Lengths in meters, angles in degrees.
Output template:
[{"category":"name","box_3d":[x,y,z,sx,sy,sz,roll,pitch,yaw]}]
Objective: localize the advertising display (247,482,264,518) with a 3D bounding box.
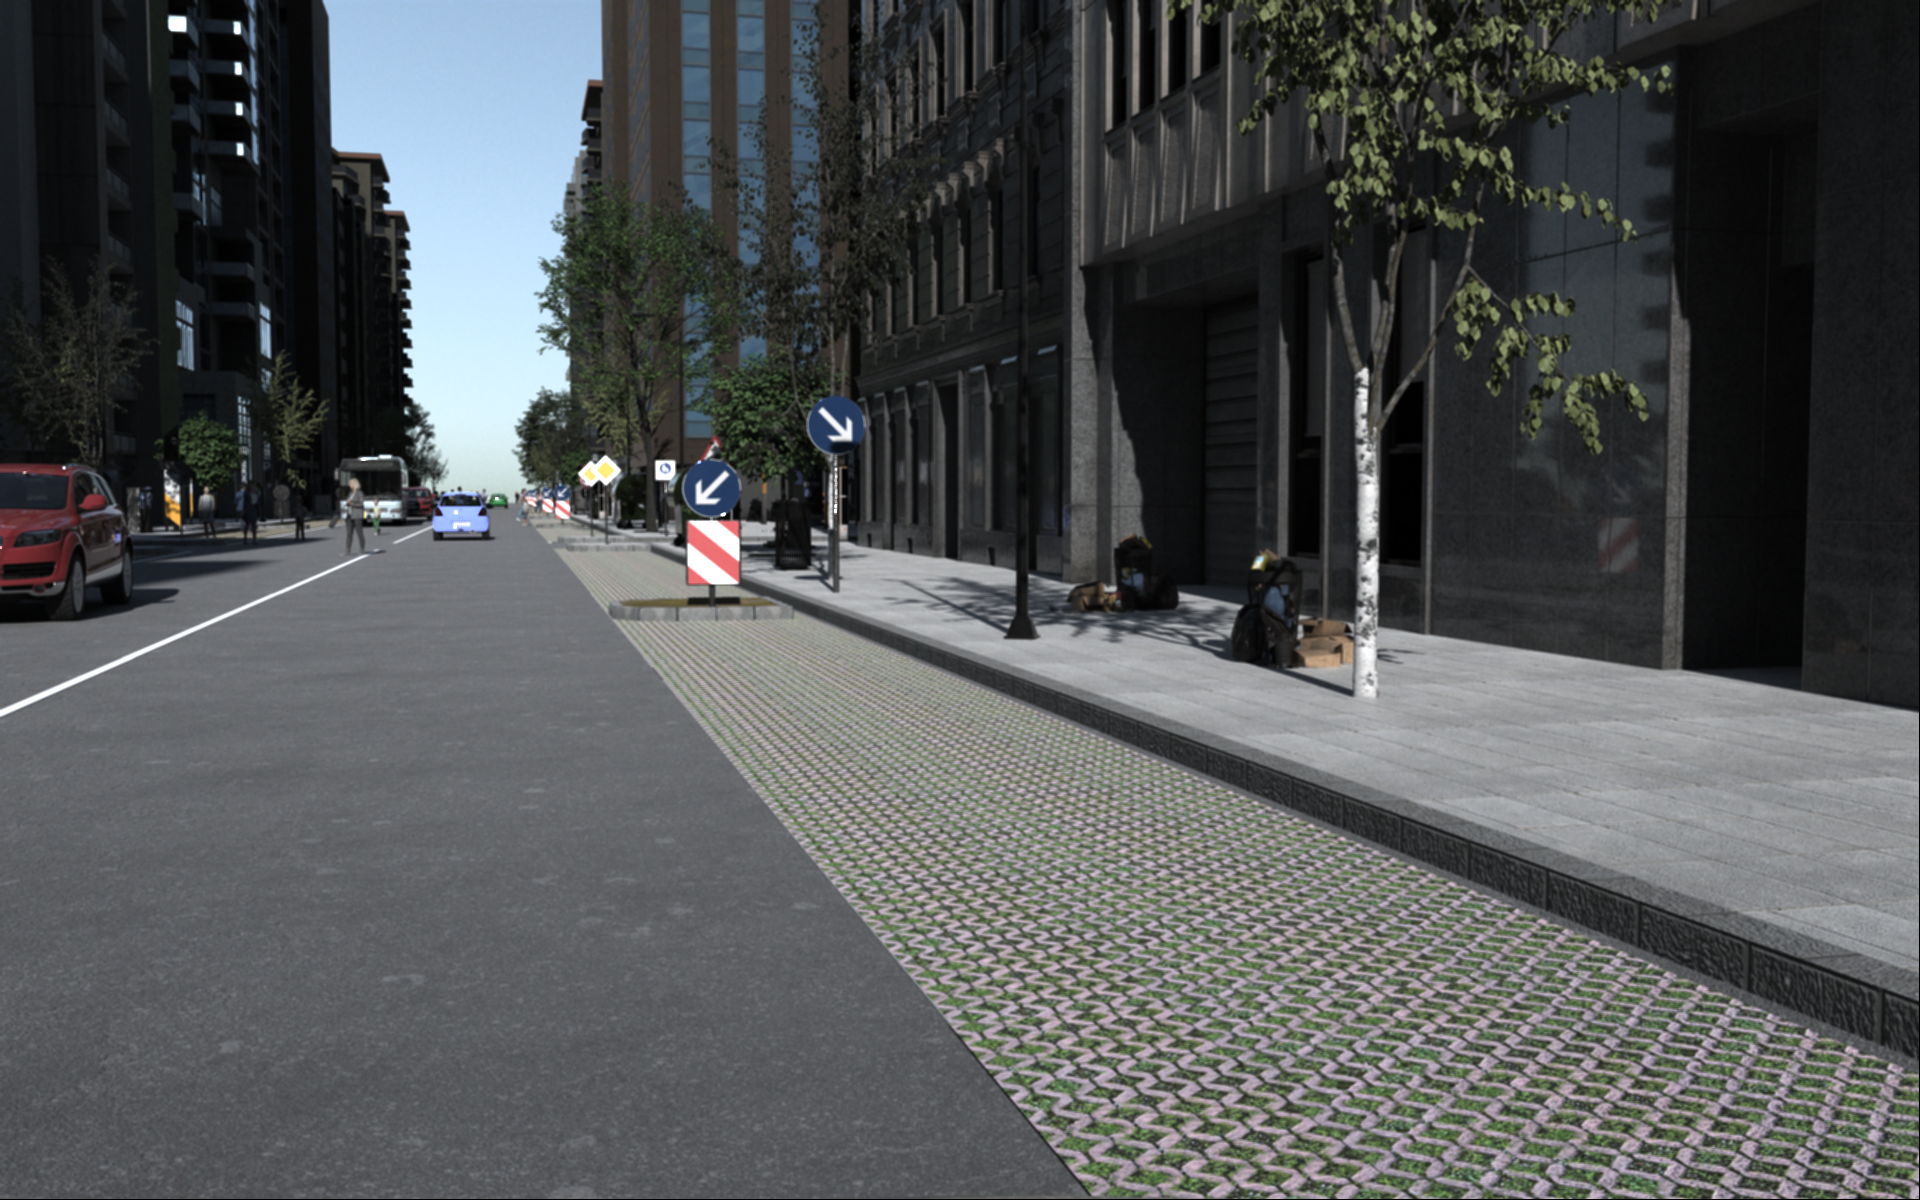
[{"category":"advertising display","box_3d":[-37.536,-5.325,92.285,0.123,1.923,0.974,2,4,26]}]

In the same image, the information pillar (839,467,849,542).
[{"category":"information pillar","box_3d":[-3.199,-2.584,46.734,0.304,2.012,0.304,-3,5,-42]}]

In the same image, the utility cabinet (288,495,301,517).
[{"category":"utility cabinet","box_3d":[-36.520,-5.136,95.132,1.020,1.237,0.306,3,5,44]}]

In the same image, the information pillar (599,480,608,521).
[{"category":"information pillar","box_3d":[-17.142,-4.815,83.219,0.304,2.012,0.304,2,4,24]}]

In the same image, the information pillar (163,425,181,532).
[{"category":"information pillar","box_3d":[-26.470,-4.090,58.228,0.504,3.616,0.183,-1,4,-22]}]

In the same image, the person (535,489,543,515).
[{"category":"person","box_3d":[-28.387,-6.575,116.599,0.593,1.750,0.643,-3,4,-36]}]

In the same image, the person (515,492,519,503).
[{"category":"person","box_3d":[-68.140,-15.727,266.454,0.721,1.723,1.217,1,4,11]}]

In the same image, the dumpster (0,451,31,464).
[{"category":"dumpster","box_3d":[-21.682,-2.244,39.186,1.502,2.255,1.985,-1,4,-15]}]

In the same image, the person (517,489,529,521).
[{"category":"person","box_3d":[-23.376,-5.088,92.529,0.643,1.720,0.563,-1,4,-8]}]

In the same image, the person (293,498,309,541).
[{"category":"person","box_3d":[-20.273,-2.476,53.249,0.475,1.303,0.640,-1,4,-11]}]

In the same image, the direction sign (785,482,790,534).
[{"category":"direction sign","box_3d":[-5.488,-3.888,55.573,0.379,3.537,0.876,-2,4,-27]}]

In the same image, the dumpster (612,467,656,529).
[{"category":"dumpster","box_3d":[-11.919,-3.725,63.401,1.502,2.255,1.985,-1,4,-15]}]

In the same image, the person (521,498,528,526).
[{"category":"person","box_3d":[-19.734,-3.997,78.538,0.352,1.250,0.332,0,4,8]}]

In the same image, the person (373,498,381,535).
[{"category":"person","box_3d":[-20.395,-2.927,60.611,0.306,1.304,0.590,0,4,2]}]

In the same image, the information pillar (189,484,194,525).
[{"category":"information pillar","box_3d":[-31.582,-4.876,71.078,0.183,3.616,0.504,-2,4,-29]}]

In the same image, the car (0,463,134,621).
[{"category":"car","box_3d":[-11.403,-0.747,20.882,2.281,1.827,5.304,-1,4,-16]}]

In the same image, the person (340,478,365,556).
[{"category":"person","box_3d":[-14.099,-1.933,40.286,0.537,1.800,0.526,3,5,40]}]

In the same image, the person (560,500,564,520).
[{"category":"person","box_3d":[-21.805,-4.998,94.885,0.362,1.253,0.373,3,5,41]}]

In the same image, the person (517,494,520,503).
[{"category":"person","box_3d":[-70.988,-16.444,278.279,0.530,1.710,0.541,-3,5,-43]}]

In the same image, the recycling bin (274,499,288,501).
[{"category":"recycling bin","box_3d":[-38.512,-5.229,98.049,0.722,1.027,0.722,-3,5,-41]}]

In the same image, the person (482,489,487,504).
[{"category":"person","box_3d":[-39.437,-8.290,143.901,0.599,1.838,0.709,-1,4,-13]}]

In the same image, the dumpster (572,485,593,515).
[{"category":"dumpster","box_3d":[-23.346,-6.216,107.393,1.264,1.857,1.865,-1,4,-15]}]

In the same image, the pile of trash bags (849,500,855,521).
[{"category":"pile of trash bags","box_3d":[-5.803,-4.468,82.803,1.912,1.369,3.447,-3,5,-40]}]

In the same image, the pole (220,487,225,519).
[{"category":"pole","box_3d":[-37.646,-5.780,88.347,0.158,3.312,0.155,0,3,0]}]

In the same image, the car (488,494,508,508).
[{"category":"car","box_3d":[-46.201,-10.064,173.334,1.959,1.807,4.718,-1,4,-15]}]

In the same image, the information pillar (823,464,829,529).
[{"category":"information pillar","box_3d":[-4.937,-4.455,64.197,0.183,3.616,0.504,1,4,12]}]

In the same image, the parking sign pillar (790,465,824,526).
[{"category":"parking sign pillar","box_3d":[-6.140,-4.929,69.061,1.447,3.967,1.447,-2,4,-29]}]

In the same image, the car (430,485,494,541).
[{"category":"car","box_3d":[-15.739,-2.760,54.714,1.945,1.707,3.694,-1,4,-15]}]

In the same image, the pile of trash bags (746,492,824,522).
[{"category":"pile of trash bags","box_3d":[-8.240,-4.302,80.083,3.447,1.369,1.912,1,4,22]}]

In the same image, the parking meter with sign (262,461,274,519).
[{"category":"parking meter with sign","box_3d":[-36.253,-5.784,90.828,0.543,3.016,1.738,-2,4,-27]}]

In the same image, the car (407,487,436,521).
[{"category":"car","box_3d":[-29.083,-5.120,92.377,2.281,1.827,5.304,-1,4,-14]}]

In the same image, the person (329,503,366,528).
[{"category":"person","box_3d":[-25.773,-3.922,72.841,1.509,1.804,0.699,-2,4,-27]}]

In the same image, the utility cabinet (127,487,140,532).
[{"category":"utility cabinet","box_3d":[-27.839,-3.053,58.600,0.318,1.500,1.173,-3,5,-39]}]

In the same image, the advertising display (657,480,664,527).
[{"category":"advertising display","box_3d":[-11.619,-3.788,67.146,0.123,1.923,0.974,0,4,-1]}]

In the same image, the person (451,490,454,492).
[{"category":"person","box_3d":[-44.298,-8.735,151.313,0.705,1.824,1.348,-2,4,-28]}]

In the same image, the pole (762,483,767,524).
[{"category":"pole","box_3d":[-8.293,-4.859,73.291,0.158,3.312,0.155,0,3,0]}]

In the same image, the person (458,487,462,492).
[{"category":"person","box_3d":[-25.068,-4.793,87.055,0.721,1.800,0.419,-2,4,-27]}]

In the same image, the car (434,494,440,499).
[{"category":"car","box_3d":[-65.157,-12.513,214.815,2.015,1.641,3.980,-1,4,-14]}]

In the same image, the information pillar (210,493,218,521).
[{"category":"information pillar","box_3d":[-35.899,-5.608,83.038,0.504,3.616,0.183,-3,5,-44]}]

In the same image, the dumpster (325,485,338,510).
[{"category":"dumpster","box_3d":[-41.508,-6.685,115.062,1.264,1.857,1.865,-1,4,-14]}]

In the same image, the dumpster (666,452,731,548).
[{"category":"dumpster","box_3d":[-6.186,-2.383,41.459,1.502,2.255,1.985,-1,4,-15]}]

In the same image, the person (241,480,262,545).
[{"category":"person","box_3d":[-20.048,-2.473,48.965,0.581,1.822,0.654,-3,4,-37]}]

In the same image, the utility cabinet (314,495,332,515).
[{"category":"utility cabinet","box_3d":[-38.928,-5.786,105.766,1.020,1.237,0.306,-3,5,-44]}]

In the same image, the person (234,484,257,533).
[{"category":"person","box_3d":[-26.136,-3.340,63.292,0.721,1.800,0.419,0,4,3]}]

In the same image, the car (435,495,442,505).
[{"category":"car","box_3d":[-50.283,-9.520,168.232,1.945,1.354,3.894,-1,4,-16]}]

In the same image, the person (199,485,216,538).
[{"category":"person","box_3d":[-23.361,-2.707,53.767,0.512,1.701,0.522,-1,4,-14]}]

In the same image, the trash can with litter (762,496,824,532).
[{"category":"trash can with litter","box_3d":[-5.809,-2.929,58.945,2.233,1.210,1.678,3,5,42]}]

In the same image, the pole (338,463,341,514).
[{"category":"pole","box_3d":[-40.461,-7.288,112.998,0.158,3.312,0.155,0,3,0]}]
